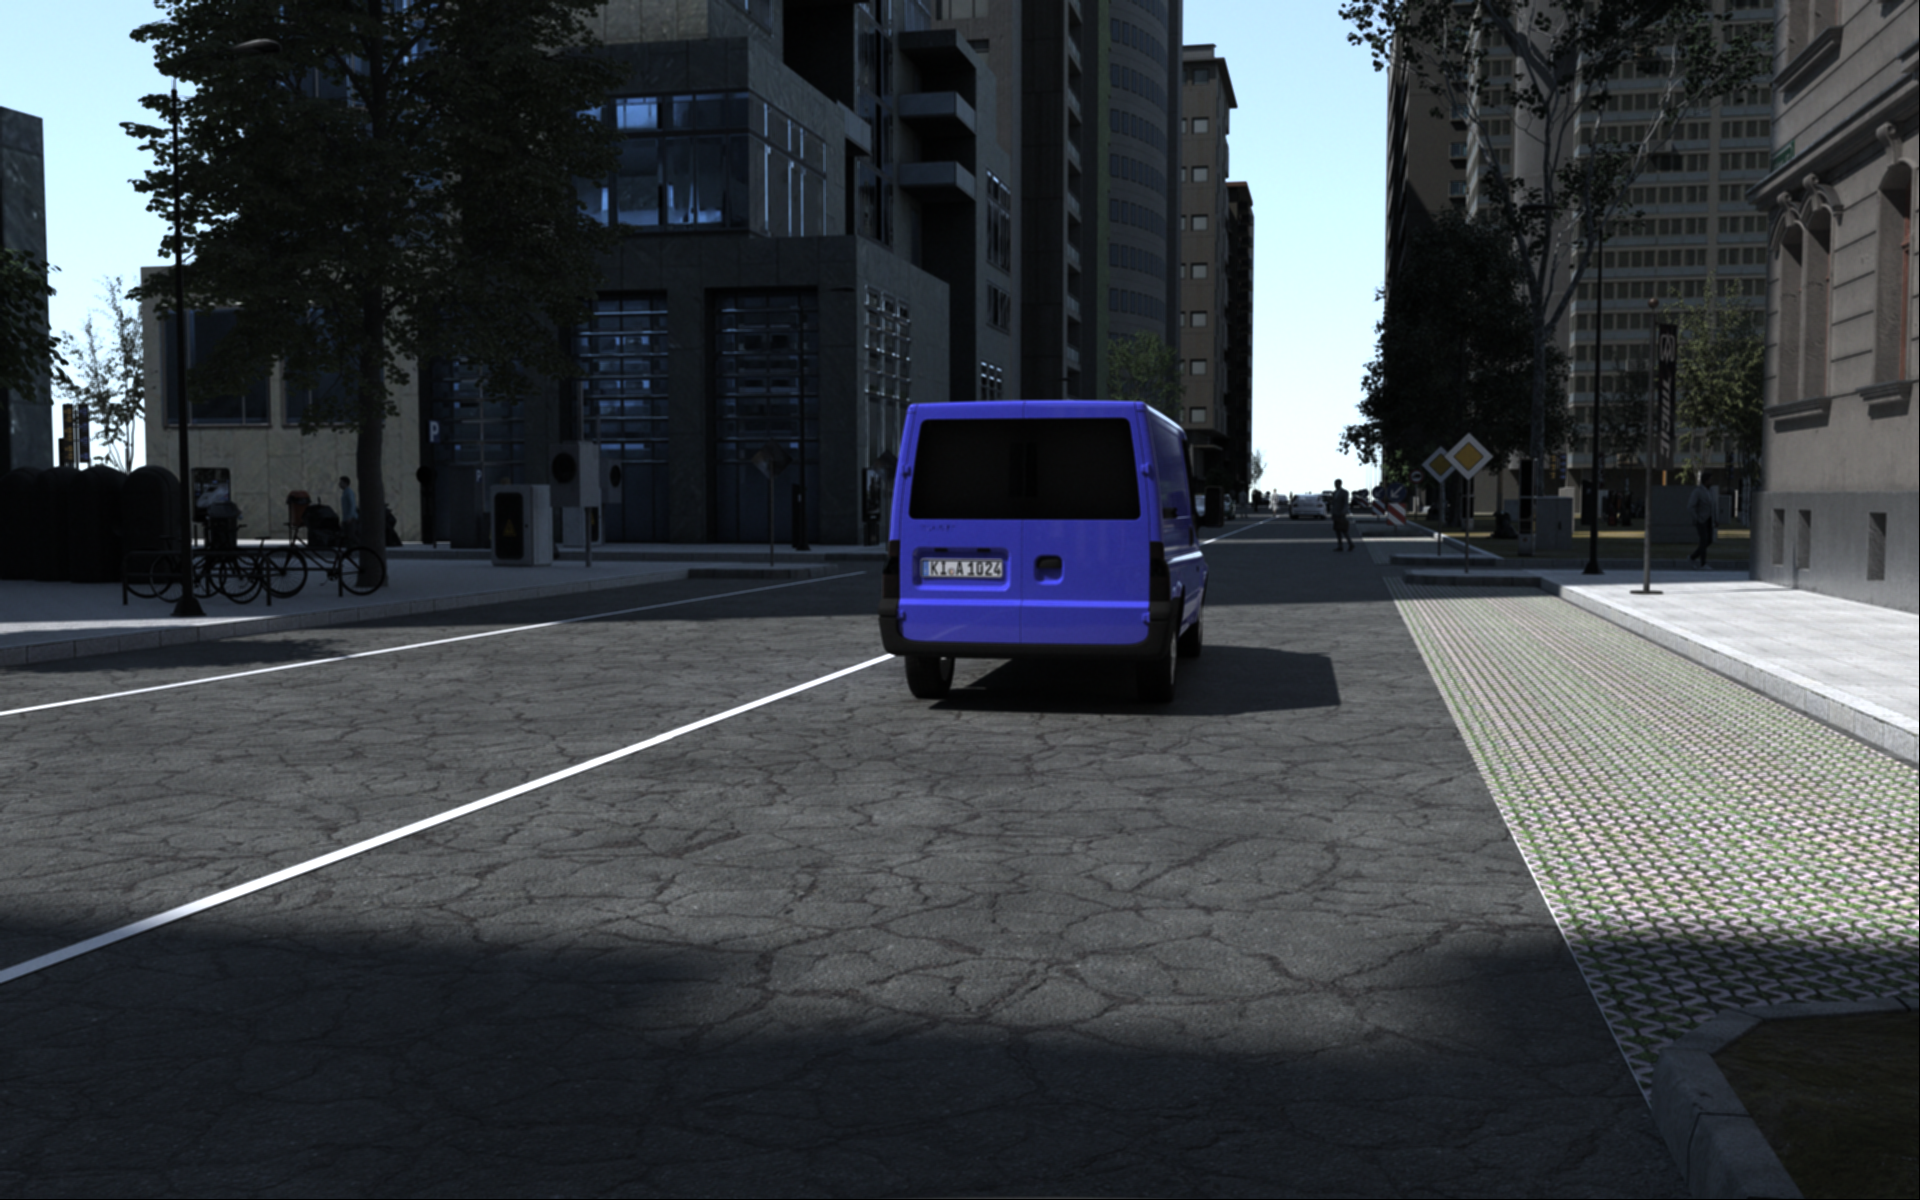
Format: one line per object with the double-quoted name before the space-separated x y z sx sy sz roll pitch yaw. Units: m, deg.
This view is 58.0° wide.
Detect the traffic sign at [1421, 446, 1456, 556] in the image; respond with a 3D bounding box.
"traffic sign" 9.948 -1.973 35.903 0.795 2.450 0.064 1 4 12

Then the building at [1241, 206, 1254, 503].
"building" 36.403 -37.221 258.677 14.600 45.320 14.200 1 4 12

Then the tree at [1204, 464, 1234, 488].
"tree" 27.740 -12.396 186.395 4.285 4.588 4.351 0 3 0

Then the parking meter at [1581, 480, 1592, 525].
"parking meter" 25.750 -4.001 71.128 0.399 1.863 0.255 -1 4 -15

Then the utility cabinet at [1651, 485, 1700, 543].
"utility cabinet" 18.475 -2.209 44.794 1.173 1.500 0.318 1 4 18

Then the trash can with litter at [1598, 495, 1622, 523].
"trash can with litter" 29.424 -4.119 78.404 1.678 1.210 2.233 0 4 -5

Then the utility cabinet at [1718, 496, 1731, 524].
"utility cabinet" 32.512 -3.864 74.342 1.020 1.237 0.306 2 4 31

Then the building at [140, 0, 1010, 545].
"building" -10.152 -45.602 58.265 22.319 86.520 31.000 1 4 12

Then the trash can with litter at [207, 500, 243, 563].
"trash can with litter" -13.779 -1.291 32.497 0.624 1.170 1.055 -1 4 -22

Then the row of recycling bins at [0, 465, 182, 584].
"row of recycling bins" -12.836 -1.124 25.492 3.534 1.692 1.069 2 4 27

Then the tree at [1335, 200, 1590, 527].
"tree" 19.585 -9.214 67.658 9.611 12.733 9.660 0 3 0

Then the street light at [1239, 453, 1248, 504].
"street light" 31.259 -13.580 194.571 1.470 5.913 1.316 1 4 12

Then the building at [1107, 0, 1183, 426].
"building" 4.551 -35.807 127.448 21.231 58.520 28.212 1 4 12

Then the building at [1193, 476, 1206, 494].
"building" 8.386 -29.542 174.900 32.217 40.220 23.993 1 4 12

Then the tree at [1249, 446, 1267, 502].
"tree" 45.589 -19.439 268.183 4.737 8.622 4.395 0 3 0

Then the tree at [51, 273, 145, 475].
"tree" -27.332 -6.480 56.315 4.360 8.622 3.978 0 3 0

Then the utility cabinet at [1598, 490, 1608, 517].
"utility cabinet" 35.016 -5.219 94.002 1.173 1.500 0.318 -1 4 -20

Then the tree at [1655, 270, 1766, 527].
"tree" 24.995 -6.581 57.963 4.737 8.622 4.395 0 3 0

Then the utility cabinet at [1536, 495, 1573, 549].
"utility cabinet" 13.689 -1.778 40.229 1.020 1.237 0.306 -1 4 -9

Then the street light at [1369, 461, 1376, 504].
"street light" 36.922 -10.970 151.899 1.470 5.913 1.316 1 4 12

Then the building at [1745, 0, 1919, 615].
"building" 15.534 -13.796 12.961 14.401 28.519 23.554 1 4 12

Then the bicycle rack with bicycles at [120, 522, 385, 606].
"bicycle rack with bicycles" -8.850 -0.465 20.982 2.925 0.926 2.852 0 4 8

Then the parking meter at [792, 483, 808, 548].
"parking meter" -3.814 -2.007 41.230 0.372 1.533 0.369 0 3 0

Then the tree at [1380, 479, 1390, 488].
"tree" 47.192 -12.032 191.326 1.663 3.219 1.824 0 3 0

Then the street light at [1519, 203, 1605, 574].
"street light" 9.639 -3.377 27.748 1.470 5.913 1.316 1 4 12

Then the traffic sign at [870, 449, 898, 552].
"traffic sign" -1.617 -2.129 38.454 0.795 2.450 0.064 1 4 12

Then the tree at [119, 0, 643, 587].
"tree" -7.942 -6.477 24.026 7.486 12.596 7.792 0 3 0

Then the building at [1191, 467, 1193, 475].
"building" 9.841 -43.584 150.848 20.563 71.187 20.611 1 4 12

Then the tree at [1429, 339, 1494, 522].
"tree" 22.233 -7.849 78.694 4.737 8.622 4.395 0 3 0

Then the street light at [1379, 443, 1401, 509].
"street light" 30.363 -9.117 121.600 1.470 5.913 1.316 1 4 12

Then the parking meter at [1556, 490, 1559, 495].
"parking meter" 34.204 -5.533 98.877 0.372 1.533 0.369 0 3 0

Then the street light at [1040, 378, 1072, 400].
"street light" 3.778 -5.927 69.449 1.470 5.913 1.316 1 4 12

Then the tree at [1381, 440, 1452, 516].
"tree" 28.654 -7.790 111.084 4.285 4.588 4.351 0 3 0

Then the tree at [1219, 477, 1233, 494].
"tree" 27.621 -11.488 182.430 1.663 3.219 1.824 0 3 0

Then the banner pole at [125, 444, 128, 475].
"banner pole" -41.487 -5.892 86.352 0.401 3.779 0.863 -3 4 -37

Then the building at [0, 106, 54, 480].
"building" -33.222 -43.255 19.892 31.000 86.520 22.319 1 4 12

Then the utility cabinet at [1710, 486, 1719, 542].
"utility cabinet" 19.343 -2.247 45.409 1.173 1.500 0.318 -2 4 -28

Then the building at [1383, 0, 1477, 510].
"building" 52.796 -33.331 168.658 21.300 48.544 21.600 1 4 12

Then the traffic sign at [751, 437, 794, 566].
"traffic sign" -3.330 -1.652 30.655 0.795 2.450 0.064 1 4 12

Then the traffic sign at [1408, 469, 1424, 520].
"traffic sign" 22.859 -5.302 86.797 0.768 2.556 0.104 1 4 15

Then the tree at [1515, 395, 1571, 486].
"tree" 33.697 -9.279 102.066 4.360 8.622 3.978 0 3 0

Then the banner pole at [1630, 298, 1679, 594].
"banner pole" 9.029 -1.979 22.370 0.863 3.779 0.401 -3 5 -40

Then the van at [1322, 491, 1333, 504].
"van" 45.642 -12.726 215.089 2.013 2.044 4.112 1 4 12

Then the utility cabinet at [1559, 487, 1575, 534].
"utility cabinet" 19.427 -2.865 55.519 0.318 1.500 1.173 1 4 9

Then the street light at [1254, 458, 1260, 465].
"street light" 37.832 -15.440 224.987 1.470 5.913 1.316 1 4 12

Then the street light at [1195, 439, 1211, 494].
"street light" 20.271 -10.550 145.031 1.470 5.913 1.316 1 4 12

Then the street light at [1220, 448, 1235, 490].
"street light" 26.923 -12.402 175.310 1.470 5.913 1.316 1 4 12

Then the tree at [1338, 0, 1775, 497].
"tree" 17.009 -11.630 46.039 12.611 20.169 13.585 0 3 0

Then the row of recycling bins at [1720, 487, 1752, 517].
"row of recycling bins" 43.772 -5.399 95.382 3.534 1.692 1.069 2 4 26

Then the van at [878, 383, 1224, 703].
"van" 0.888 -0.569 13.690 2.240 2.365 5.245 1 4 11

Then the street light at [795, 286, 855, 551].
"street light" -3.025 -4.061 38.941 1.470 5.913 1.316 1 4 12

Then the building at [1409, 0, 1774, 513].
"building" 48.934 -26.334 122.448 32.217 40.220 23.993 1 4 12

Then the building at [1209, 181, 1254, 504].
"building" 28.662 -35.704 238.384 22.147 44.769 28.867 1 4 12

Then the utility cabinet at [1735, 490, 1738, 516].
"utility cabinet" 44.387 -5.454 97.857 1.173 1.500 0.318 -1 4 -17

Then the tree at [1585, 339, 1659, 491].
"tree" 32.049 -8.124 83.191 4.360 8.622 3.978 0 3 0

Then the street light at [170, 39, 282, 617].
"street light" -7.617 -2.779 17.978 1.470 5.913 1.316 1 4 12

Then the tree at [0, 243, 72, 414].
"tree" -9.402 -1.883 14.504 4.285 4.588 4.351 0 3 0

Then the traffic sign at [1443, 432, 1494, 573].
"traffic sign" 8.235 -1.496 28.103 0.795 2.450 0.064 1 4 12

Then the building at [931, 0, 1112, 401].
"building" -0.150 -24.775 88.669 14.154 41.232 14.086 1 4 12

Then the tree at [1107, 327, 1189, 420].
"tree" 10.525 -11.113 107.451 9.928 11.665 9.643 0 3 0
